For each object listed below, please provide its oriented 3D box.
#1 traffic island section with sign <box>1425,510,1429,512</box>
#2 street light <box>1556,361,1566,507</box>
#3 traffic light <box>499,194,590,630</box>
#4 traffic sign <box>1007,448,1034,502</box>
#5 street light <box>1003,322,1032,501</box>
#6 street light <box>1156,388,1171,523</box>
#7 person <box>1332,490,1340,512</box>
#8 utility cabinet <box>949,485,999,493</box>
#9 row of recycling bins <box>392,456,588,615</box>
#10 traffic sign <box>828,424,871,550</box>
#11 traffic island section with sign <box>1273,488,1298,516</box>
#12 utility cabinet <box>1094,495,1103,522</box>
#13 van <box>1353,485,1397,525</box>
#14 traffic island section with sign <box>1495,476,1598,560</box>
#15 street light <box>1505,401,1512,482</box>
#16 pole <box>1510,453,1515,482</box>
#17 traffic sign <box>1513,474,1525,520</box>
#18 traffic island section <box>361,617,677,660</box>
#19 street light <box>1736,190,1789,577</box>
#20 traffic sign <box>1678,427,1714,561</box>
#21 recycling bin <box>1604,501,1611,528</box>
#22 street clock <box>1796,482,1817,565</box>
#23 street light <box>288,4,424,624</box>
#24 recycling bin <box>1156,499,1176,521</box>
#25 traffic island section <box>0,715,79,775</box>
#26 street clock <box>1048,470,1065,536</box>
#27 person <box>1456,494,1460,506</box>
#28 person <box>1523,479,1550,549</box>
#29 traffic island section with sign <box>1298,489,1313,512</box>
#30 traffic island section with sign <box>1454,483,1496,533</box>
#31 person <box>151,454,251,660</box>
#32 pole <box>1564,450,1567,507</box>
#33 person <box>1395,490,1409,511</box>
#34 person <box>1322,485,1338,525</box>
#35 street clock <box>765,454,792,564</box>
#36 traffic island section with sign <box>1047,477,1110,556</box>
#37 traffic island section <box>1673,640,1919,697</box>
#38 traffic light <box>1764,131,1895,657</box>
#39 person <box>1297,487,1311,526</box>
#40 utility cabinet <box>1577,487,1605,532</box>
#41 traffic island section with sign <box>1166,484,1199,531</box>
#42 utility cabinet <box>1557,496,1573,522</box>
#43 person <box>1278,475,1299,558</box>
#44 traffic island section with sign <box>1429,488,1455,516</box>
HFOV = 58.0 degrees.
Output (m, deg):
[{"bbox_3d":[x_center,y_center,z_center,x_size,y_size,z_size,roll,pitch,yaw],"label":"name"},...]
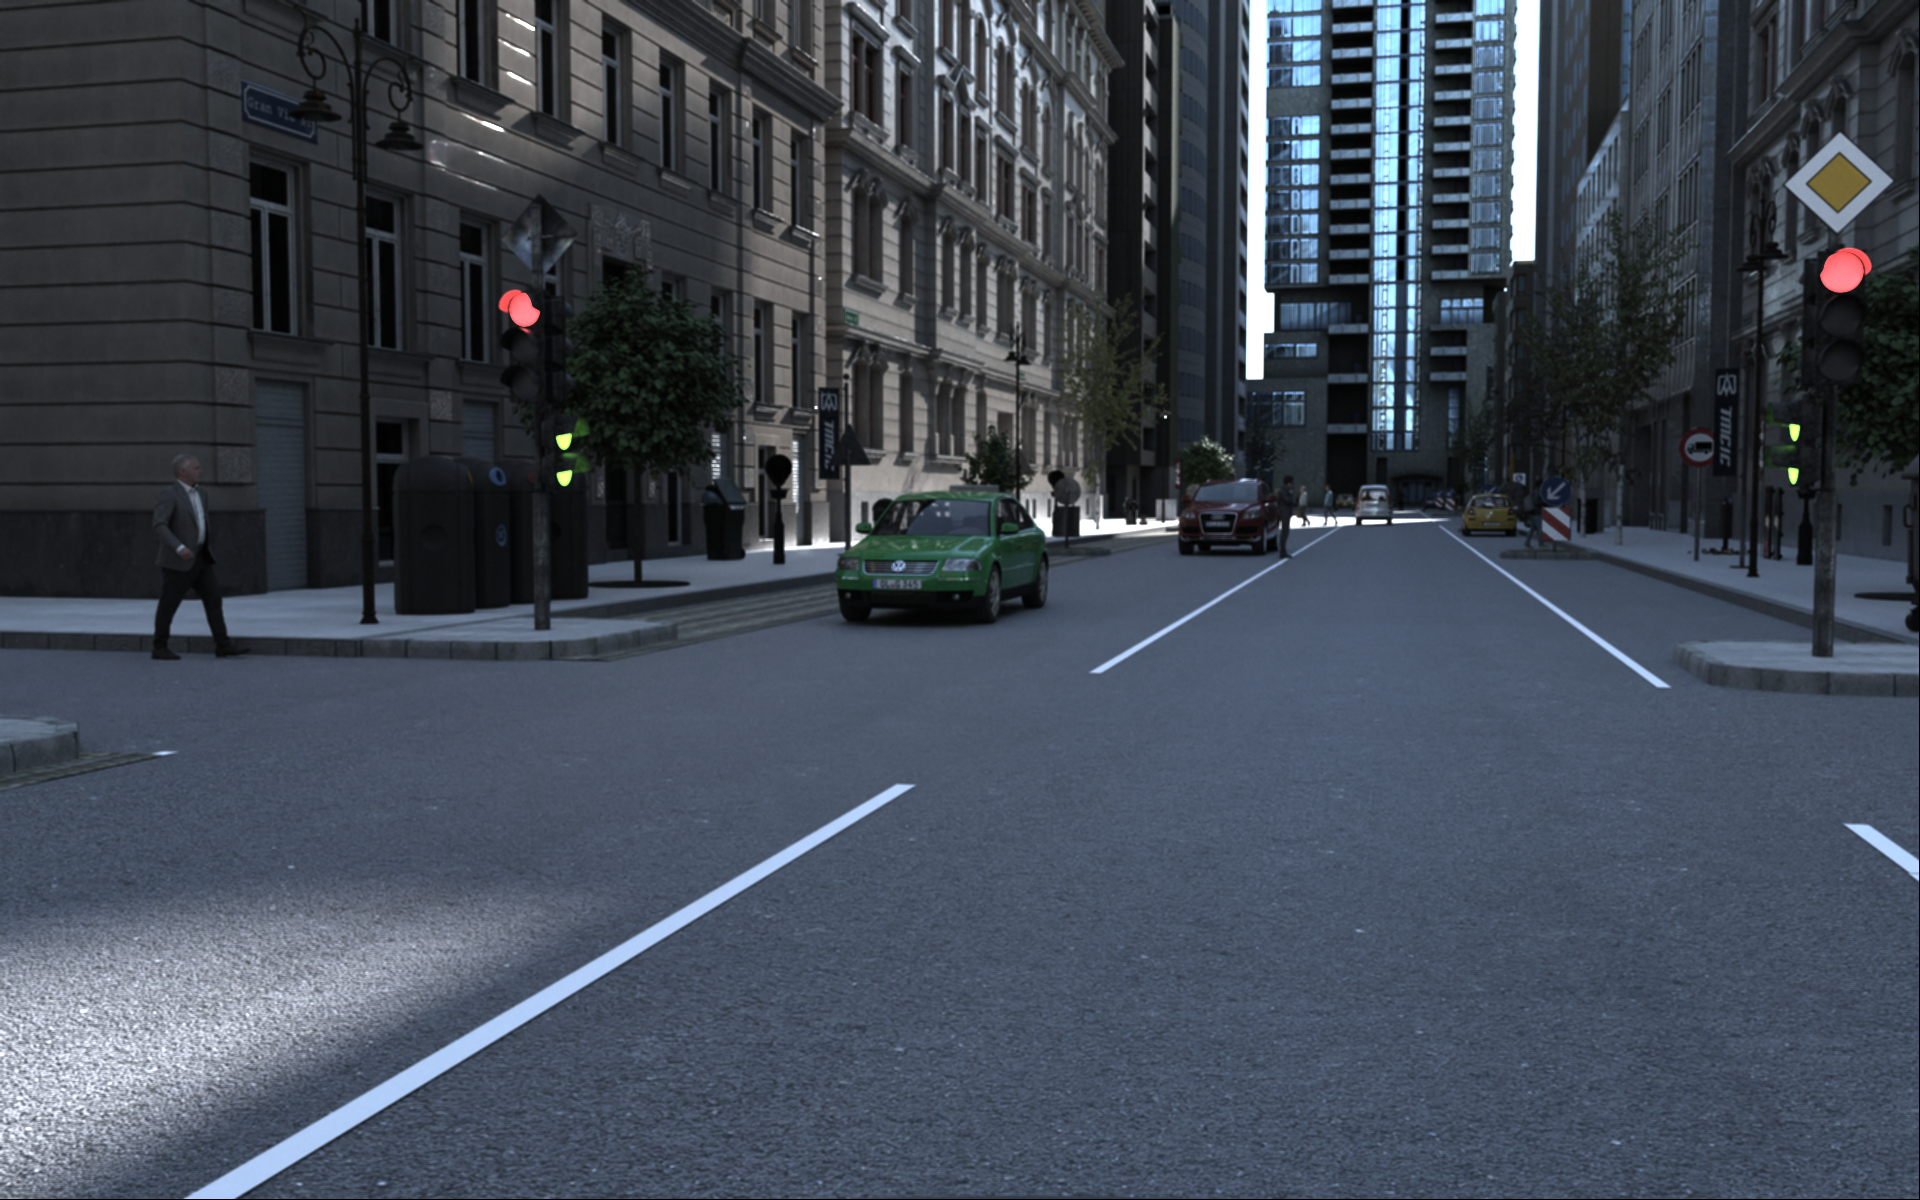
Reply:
[{"bbox_3d":[38.416,-7.987,139.221,1.989,1.847,2.006,1,4,14],"label":"traffic island section with sign"},{"bbox_3d":[19.447,-5.076,55.781,0.468,5.910,1.993,1,4,14],"label":"street light"},{"bbox_3d":[-3.932,-1.672,16.252,0.839,4.253,0.868,1,4,14],"label":"traffic light"},{"bbox_3d":[1.644,-2.963,48.451,0.884,2.594,0.081,1,4,18],"label":"traffic sign"},{"bbox_3d":[1.549,-4.515,46.601,0.468,5.910,1.993,1,4,14],"label":"street light"},{"bbox_3d":[8.914,-6.299,75.775,0.468,5.910,1.993,1,4,14],"label":"street light"},{"bbox_3d":[30.395,-8.049,140.822,0.721,1.735,1.217,-3,4,-38],"label":"person"},{"bbox_3d":[0.345,-2.042,42.067,1.173,1.500,0.318,1,4,12],"label":"utility cabinet"},{"bbox_3d":[-5.388,-0.788,19.994,1.069,1.692,3.534,1,4,14],"label":"row of recycling bins"},{"bbox_3d":[-2.056,-1.962,32.081,0.884,2.594,0.081,2,4,24],"label":"traffic sign"},{"bbox_3d":[21.245,-6.525,115.310,1.989,1.847,2.006,1,4,14],"label":"traffic island section with sign"},{"bbox_3d":[6.282,-4.129,78.674,0.306,1.237,1.020,1,4,12],"label":"utility cabinet"},{"bbox_3d":[19.363,-4.521,80.923,2.013,2.044,4.112,1,4,14],"label":"van"},{"bbox_3d":[13.154,-1.844,38.771,1.989,1.847,2.006,1,4,14],"label":"traffic island section with sign"},{"bbox_3d":[26.836,-6.853,84.834,0.468,5.910,1.993,1,4,14],"label":"street light"},{"bbox_3d":[27.399,-5.631,85.906,0.158,3.312,0.155,0,3,0],"label":"pole"},{"bbox_3d":[27.480,-5.079,85.173,0.606,2.300,0.079,1,4,15],"label":"traffic sign"},{"bbox_3d":[-3.968,0.360,16.396,2.009,0.180,2.903,1,4,14],"label":"traffic island section"},{"bbox_3d":[12.290,-3.295,26.669,0.468,5.910,1.993,1,4,14],"label":"street light"},{"bbox_3d":[14.143,-2.023,33.178,0.768,2.556,0.104,1,4,14],"label":"traffic sign"},{"bbox_3d":[24.597,-3.312,66.713,0.722,1.027,0.722,0,4,4],"label":"recycling bin"},{"bbox_3d":[15.289,-1.634,31.290,0.358,2.002,0.471,-2,4,-29],"label":"street clock"},{"bbox_3d":[-5.854,-2.703,16.986,0.468,5.910,1.993,1,4,14],"label":"street light"},{"bbox_3d":[9.859,-4.297,82.805,0.722,1.027,0.722,-3,5,-40],"label":"recycling bin"},{"bbox_3d":[-5.915,0.834,8.651,2.009,0.180,2.903,1,4,14],"label":"traffic island section"},{"bbox_3d":[2.929,-2.950,52.800,0.471,2.002,0.358,-2,4,-26],"label":"street clock"},{"bbox_3d":[47.649,-9.421,165.758,0.421,1.427,0.697,1,4,18],"label":"person"},{"bbox_3d":[15.014,-2.234,45.017,0.713,1.824,0.794,2,4,30],"label":"person"},{"bbox_3d":[27.813,-8.124,141.456,1.989,1.847,2.006,1,4,14],"label":"traffic island section with sign"},{"bbox_3d":[19.888,-3.481,65.537,1.989,1.847,2.006,1,4,14],"label":"traffic island section with sign"},{"bbox_3d":[-6.624,-0.374,15.010,0.834,1.777,0.661,0,4,6],"label":"person"},{"bbox_3d":[27.916,-5.269,79.991,0.158,3.312,0.155,0,3,0],"label":"pole"},{"bbox_3d":[36.649,-8.266,143.794,1.348,1.807,0.705,-1,4,-16],"label":"person"},{"bbox_3d":[16.903,-4.333,79.204,0.748,1.841,0.638,3,5,40],"label":"person"},{"bbox_3d":[-3.322,-1.662,31.747,0.471,2.002,0.358,-1,4,-14],"label":"street clock"},{"bbox_3d":[2.477,-1.958,40.636,1.989,1.847,2.006,1,4,14],"label":"traffic island section with sign"},{"bbox_3d":[6.837,0.526,13.685,2.009,0.180,2.903,1,4,14],"label":"traffic island section"},{"bbox_3d":[6.801,-1.508,13.580,0.839,4.253,0.868,1,4,14],"label":"traffic light"},{"bbox_3d":[15.272,-4.156,76.944,0.515,1.767,0.782,0,4,-2],"label":"person"},{"bbox_3d":[20.924,-2.984,57.462,1.173,1.500,0.318,-3,5,-40],"label":"utility cabinet"},{"bbox_3d":[9.048,-3.557,66.781,1.989,1.847,2.006,1,4,14],"label":"traffic island section with sign"},{"bbox_3d":[28.210,-4.262,80.848,0.306,1.237,1.020,-1,4,-10],"label":"utility cabinet"},{"bbox_3d":[7.341,-1.860,38.714,0.447,1.846,0.655,1,4,12],"label":"person"},{"bbox_3d":[31.692,-6.352,112.490,1.989,1.847,2.006,1,4,14],"label":"traffic island section with sign"}]
